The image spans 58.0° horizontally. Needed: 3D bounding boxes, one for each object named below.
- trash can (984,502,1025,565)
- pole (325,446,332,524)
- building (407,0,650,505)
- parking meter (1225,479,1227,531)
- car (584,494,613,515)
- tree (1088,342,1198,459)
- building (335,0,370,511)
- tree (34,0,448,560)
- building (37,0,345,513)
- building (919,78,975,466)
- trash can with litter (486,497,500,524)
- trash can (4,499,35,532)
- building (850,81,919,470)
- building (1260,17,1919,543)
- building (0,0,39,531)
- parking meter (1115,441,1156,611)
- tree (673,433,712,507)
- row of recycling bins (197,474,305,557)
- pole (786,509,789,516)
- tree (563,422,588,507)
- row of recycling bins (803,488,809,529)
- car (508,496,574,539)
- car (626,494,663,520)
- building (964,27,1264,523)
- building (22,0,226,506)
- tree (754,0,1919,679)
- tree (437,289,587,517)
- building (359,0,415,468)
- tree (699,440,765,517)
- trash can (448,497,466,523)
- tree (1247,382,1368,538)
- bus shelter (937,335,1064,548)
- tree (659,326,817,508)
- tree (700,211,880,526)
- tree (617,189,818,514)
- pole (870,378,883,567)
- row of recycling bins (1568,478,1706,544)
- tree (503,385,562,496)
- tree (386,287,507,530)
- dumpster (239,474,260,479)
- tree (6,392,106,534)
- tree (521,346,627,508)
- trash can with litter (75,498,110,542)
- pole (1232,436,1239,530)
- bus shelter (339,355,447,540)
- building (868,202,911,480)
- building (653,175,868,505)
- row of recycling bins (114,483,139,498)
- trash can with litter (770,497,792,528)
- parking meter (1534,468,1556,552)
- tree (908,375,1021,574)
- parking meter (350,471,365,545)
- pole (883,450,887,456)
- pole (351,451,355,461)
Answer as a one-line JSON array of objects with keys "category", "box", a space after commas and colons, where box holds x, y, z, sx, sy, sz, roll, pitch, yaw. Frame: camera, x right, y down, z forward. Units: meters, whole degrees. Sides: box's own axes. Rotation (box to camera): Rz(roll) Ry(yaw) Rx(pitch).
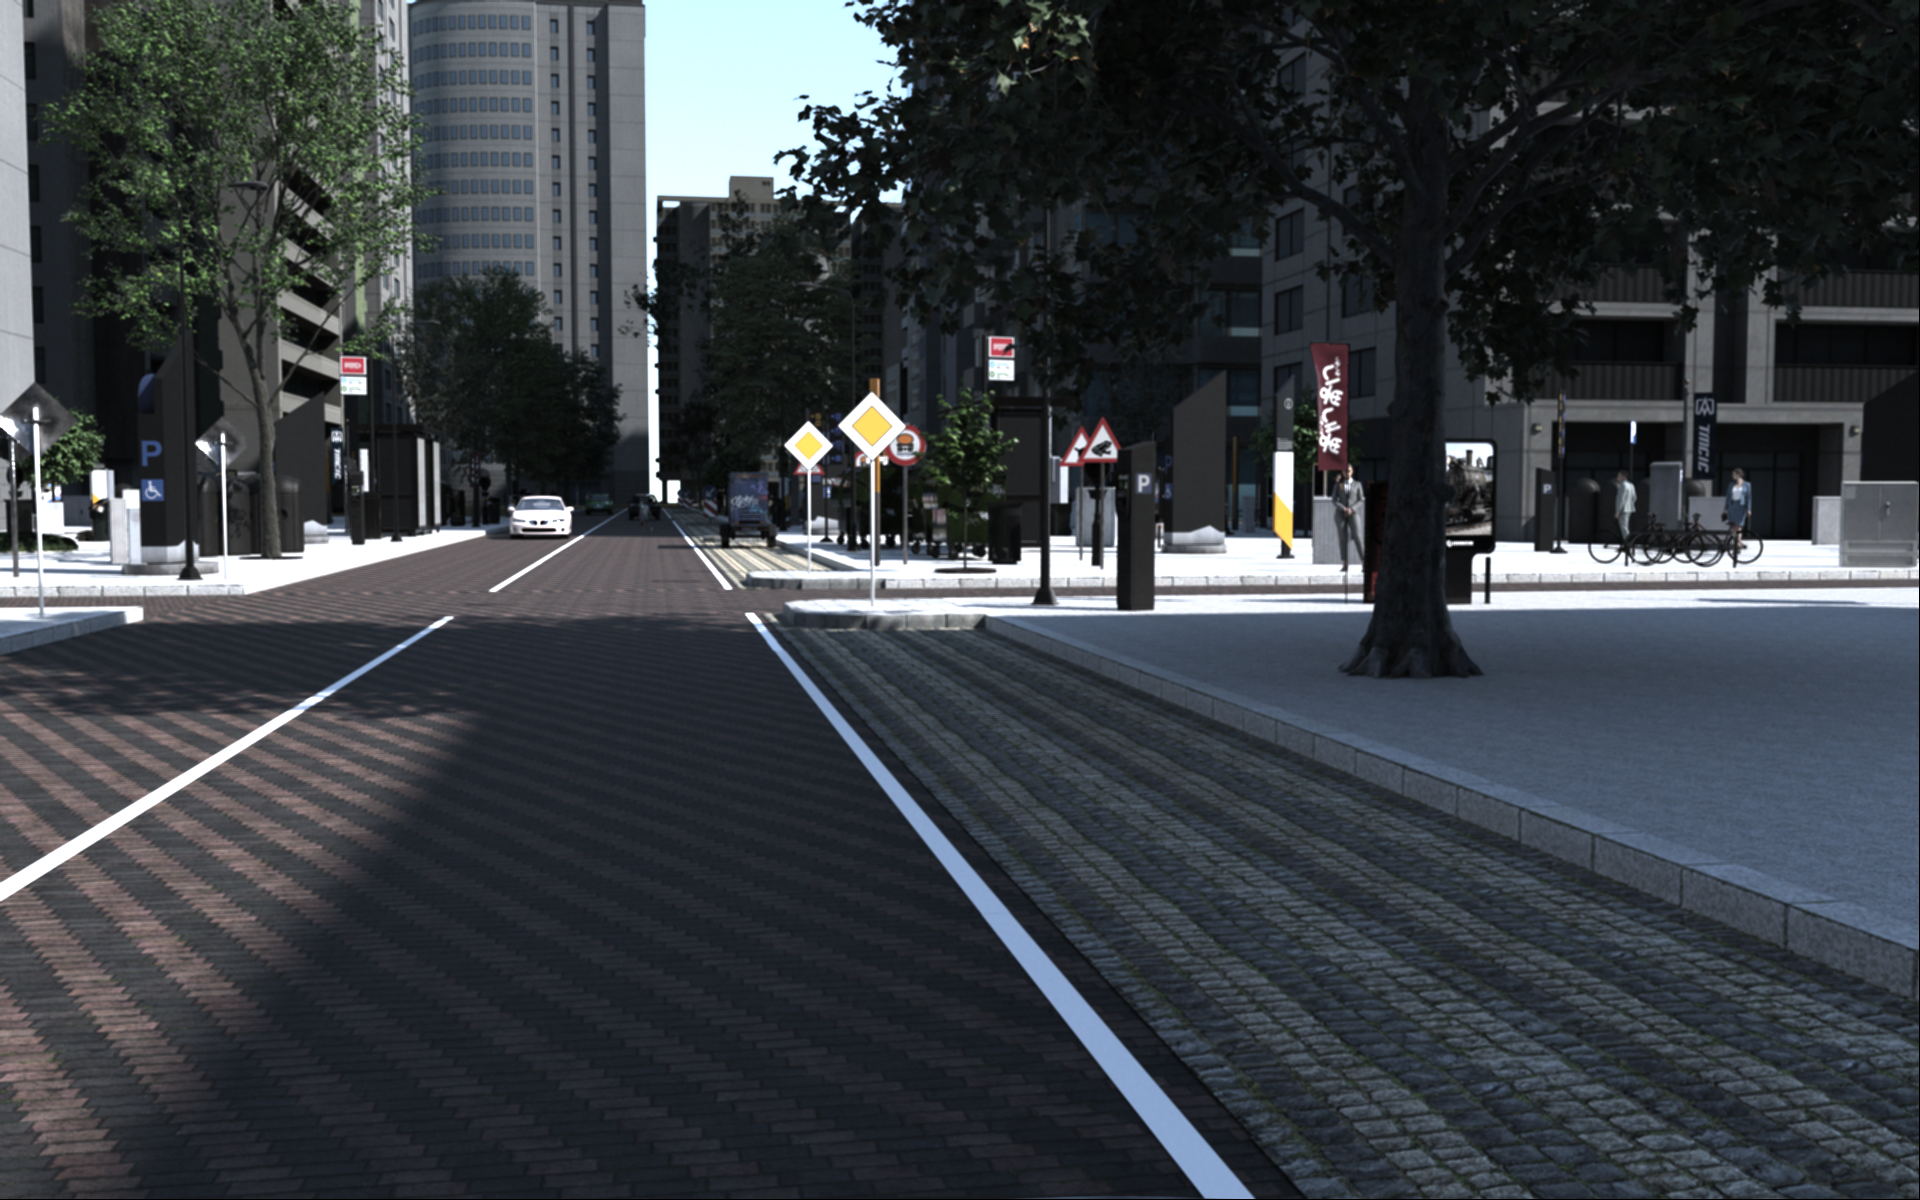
[{"category": "trash can", "box": [0.816, -1.224, 31.663, 0.748, 1.137, 0.748, 0, 3, 0]}, {"category": "pole", "box": [-26.885, -4.884, 73.697, 0.158, 3.312, 0.155, 0, 3, 0]}, {"category": "building", "box": [-51.006, -40.475, 203.770, 28.212, 58.520, 21.231, -1, 4, -10]}, {"category": "parking meter", "box": [8.763, -3.206, 58.135, 0.399, 1.863, 0.255, 0, 4, 5]}, {"category": "car", "box": [-25.007, -6.805, 120.064, 1.959, 1.807, 4.718, -1, 4, -9]}, {"category": "tree", "box": [7.295, -7.219, 68.394, 4.360, 8.622, 3.978, 0, 3, 0]}, {"category": "building", "box": [-51.086, -26.951, 124.242, 14.154, 41.232, 14.086, -1, 4, -10]}, {"category": "tree", "box": [-13.736, -6.612, 33.862, 9.928, 11.665, 9.643, 0, 3, 0]}, {"category": "building", "box": [-50.867, -29.464, 105.446, 21.300, 48.544, 21.600, -1, 4, -10]}, {"category": "building", "box": [7.648, -35.439, 121.420, 21.231, 58.520, 28.212, -1, 4, -10]}, {"category": "trash can with litter", "box": [-20.157, -3.876, 74.752, 0.624, 1.170, 1.055, -1, 4, -16]}, {"category": "trash can", "box": [-24.770, -2.077, 45.619, 0.748, 1.137, 0.748, 0, 3, 0]}, {"category": "building", "box": [3.212, -51.220, 150.121, 22.319, 86.520, 31.000, -1, 4, -10]}, {"category": "building", "box": [23.198, -37.747, 55.423, 20.611, 71.187, 20.563, -1, 4, -10]}, {"category": "building", "box": [-42.034, -30.881, 46.901, 21.231, 58.520, 28.212, -1, 4, -10]}, {"category": "parking meter", "box": [1.933, -0.819, 19.105, 0.399, 1.863, 0.255, -2, 4, -32]}, {"category": "tree", "box": [-26.279, -13.556, 172.004, 4.360, 8.622, 3.978, 0, 3, 0]}, {"category": "row of recycling bins", "box": [-15.205, -1.810, 36.709, 1.069, 1.692, 3.534, 1, 4, 17]}, {"category": "pole", "box": [-9.979, -6.481, 99.804, 0.158, 3.312, 0.155, 0, 3, 0]}, {"category": "tree", "box": [-37.153, -13.259, 167.147, 4.360, 8.622, 3.978, 0, 3, 0]}, {"category": "row of recycling bins", "box": [-4.889, -3.414, 62.926, 1.069, 1.692, 3.534, 1, 4, 10]}, {"category": "car", "box": [-13.699, -2.711, 56.688, 2.083, 1.381, 4.827, -1, 4, -11]}, {"category": "car", "box": [-17.672, -5.334, 96.993, 2.009, 1.686, 4.222, -1, 4, -10]}, {"category": "building", "box": [12.518, -28.789, 90.312, 23.786, 49.044, 30.456, -1, 4, -10]}, {"category": "building", "box": [-42.761, -18.772, 78.627, 14.160, 30.474, 14.107, -1, 4, -10]}, {"category": "tree", "box": [3.369, -5.816, 12.093, 9.611, 12.733, 9.660, 0, 3, 0]}, {"category": "tree", "box": [-25.541, -10.895, 96.260, 7.486, 12.596, 7.792, 0, 3, 0]}, {"category": "building", "box": [-58.080, -43.260, 145.552, 20.611, 71.187, 20.563, -1, 4, -10]}, {"category": "tree", "box": [-12.574, -6.951, 97.367, 4.285, 4.588, 4.351, 0, 3, 0]}, {"category": "trash can", "box": [-20.973, -3.709, 72.301, 0.748, 1.137, 0.748, 0, 3, 0]}, {"category": "tree", "box": [10.149, -4.113, 50.968, 4.285, 4.588, 4.351, 0, 3, 0]}, {"category": "bus shelter", "box": [0.788, -3.902, 41.437, 2.179, 5.291, 8.768, -1, 4, -10]}, {"category": "tree", "box": [-11.049, -9.530, 90.233, 8.767, 10.594, 7.601, 1, 4, 21]}, {"category": "tree", "box": [-6.898, -9.278, 69.820, 7.486, 12.596, 7.792, 0, 3, 0]}, {"category": "tree", "box": [-15.273, -15.559, 110.278, 12.611, 20.169, 13.585, 0, 3, 0]}, {"category": "pole", "box": [-1.507, -2.251, 30.647, 0.158, 3.312, 0.155, 0, 3, 0]}, {"category": "row of recycling bins", "box": [17.256, -2.273, 44.274, 1.069, 1.692, 3.534, -3, 5, -45]}, {"category": "tree", "box": [-27.456, -9.862, 111.612, 4.737, 8.622, 4.395, 0, 3, 0]}, {"category": "tree", "box": [-18.575, -6.814, 61.778, 4.360, 8.622, 3.978, 0, 3, 0]}, {"category": "dumpster", "box": [-20.203, -2.709, 50.047, 1.264, 1.857, 1.865, -1, 4, -10]}, {"category": "tree", "box": [-29.328, -4.406, 55.744, 4.285, 4.588, 4.351, 0, 3, 0]}, {"category": "tree", "box": [-33.280, -14.687, 146.783, 9.857, 13.997, 8.962, 0, 3, 0]}, {"category": "trash can with litter", "box": [-23.433, -2.164, 46.775, 1.055, 1.170, 0.624, 1, 4, 14]}, {"category": "pole", "box": [9.742, -4.123, 61.251, 0.158, 3.312, 0.155, 0, 3, 0]}, {"category": "bus shelter", "box": [-17.335, -4.611, 53.026, 2.179, 5.291, 8.768, -1, 4, -10]}, {"category": "building", "box": [-1.594, -32.217, 218.635, 23.993, 40.220, 32.217, -1, 4, -10]}, {"category": "building", "box": [-25.660, -31.948, 214.224, 23.993, 40.220, 32.217, -1, 4, -10]}, {"category": "row of recycling bins", "box": [-31.442, -3.711, 67.784, 1.069, 1.692, 3.534, 2, 4, 31]}, {"category": "trash can with litter", "box": [-6.803, -3.363, 66.372, 0.624, 1.170, 1.055, -3, 5, -41]}, {"category": "parking meter", "box": [13.039, -2.011, 38.586, 0.399, 1.863, 0.255, 0, 4, -3]}, {"category": "tree", "box": [0.054, -2.069, 28.422, 1.663, 3.219, 1.824, 0, 3, 0]}, {"category": "parking meter", "box": [-15.193, -2.323, 43.688, 0.255, 1.863, 0.399, 0, 4, -6]}, {"category": "pole", "box": [-2.327, -3.678, 53.974, 0.158, 3.312, 0.155, 0, 3, 0]}, {"category": "pole", "box": [-28.986, -5.443, 82.842, 0.158, 3.312, 0.155, 0, 3, 0]}]
